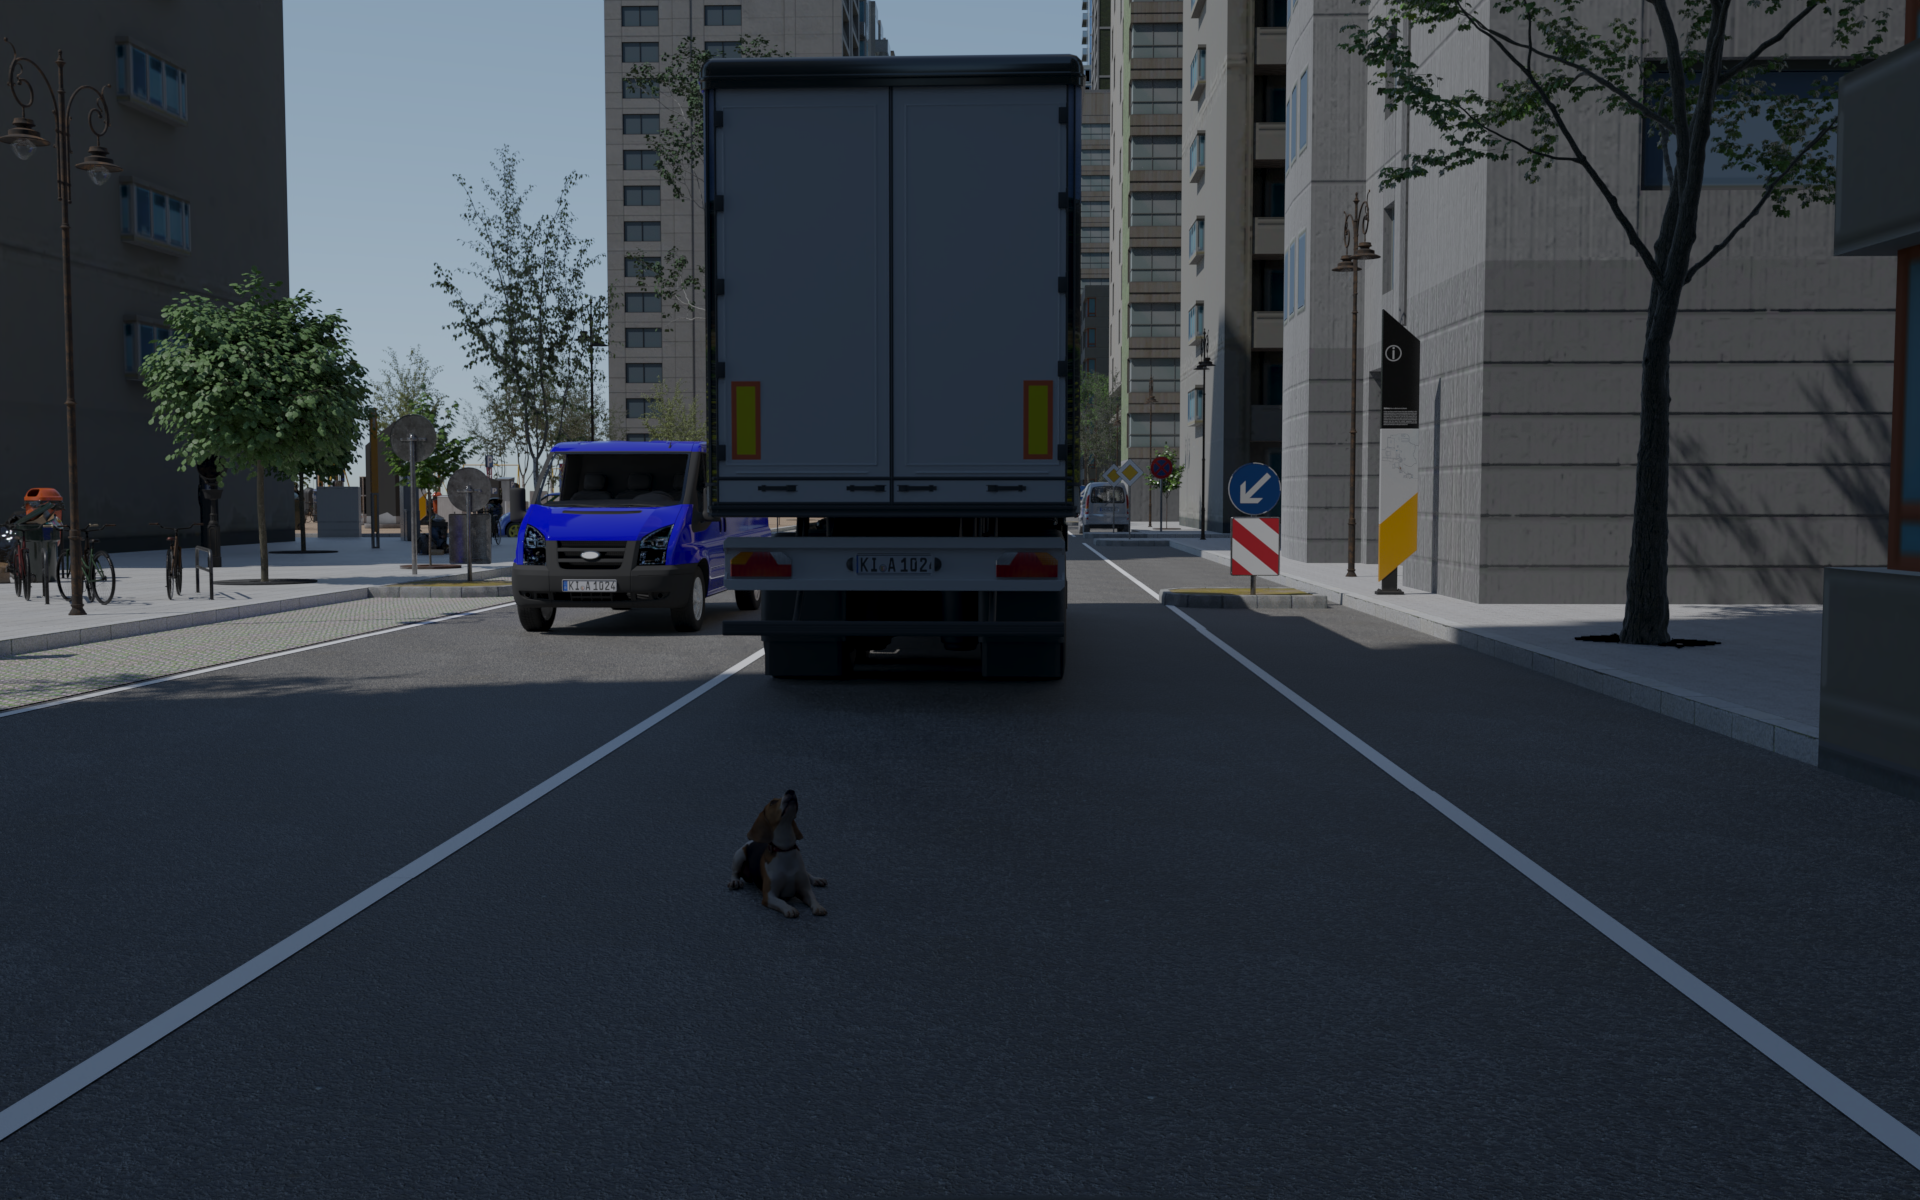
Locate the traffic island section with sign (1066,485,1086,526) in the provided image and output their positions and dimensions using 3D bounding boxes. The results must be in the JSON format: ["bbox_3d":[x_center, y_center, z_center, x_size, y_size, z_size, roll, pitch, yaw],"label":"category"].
[{"bbox_3d":[5.484,-4.346,79.686,1.989,1.847,2.006,0,4,2],"label":"traffic island section with sign"}]

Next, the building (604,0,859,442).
[{"bbox_3d":[-16.632,-43.049,142.108,20.563,71.187,20.611,0,4,2],"label":"building"}]

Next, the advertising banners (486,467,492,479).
[{"bbox_3d":[-28.807,-6.850,108.181,2.074,3.025,0.090,2,4,27],"label":"advertising banners"}]

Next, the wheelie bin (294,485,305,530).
[{"bbox_3d":[-23.749,-3.287,61.653,0.693,1.594,0.980,-3,5,-41],"label":"wheelie bin"}]

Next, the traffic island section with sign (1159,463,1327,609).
[{"bbox_3d":[3.639,-0.857,22.643,1.989,1.847,2.006,0,4,2],"label":"traffic island section with sign"}]

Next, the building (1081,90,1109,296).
[{"bbox_3d":[19.117,-30.268,178.477,14.154,41.232,14.086,0,4,2],"label":"building"}]

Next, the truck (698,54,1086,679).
[{"bbox_3d":[-0.169,-1.700,16.716,2.839,4.237,11.283,0,4,3],"label":"truck"}]

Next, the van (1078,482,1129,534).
[{"bbox_3d":[5.097,-3.324,61.358,2.013,2.044,4.112,0,4,1],"label":"van"}]

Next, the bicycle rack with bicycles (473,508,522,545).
[{"bbox_3d":[-11.319,-1.825,43.220,2.852,0.926,2.925,0,4,5],"label":"bicycle rack with bicycles"}]

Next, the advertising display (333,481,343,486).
[{"bbox_3d":[-30.083,-4.804,83.759,0.123,1.923,0.974,0,4,2],"label":"advertising display"}]

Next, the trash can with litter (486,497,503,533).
[{"bbox_3d":[-15.488,-2.804,57.227,0.624,1.170,1.055,-2,4,-31],"label":"trash can with litter"}]

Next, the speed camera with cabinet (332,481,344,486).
[{"bbox_3d":[-41.835,-7.575,118.192,2.038,3.252,0.660,1,4,11],"label":"speed camera with cabinet"}]

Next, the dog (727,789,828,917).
[{"bbox_3d":[-0.600,0.854,6.237,0.550,0.427,0.748,1,4,22],"label":"dog"}]

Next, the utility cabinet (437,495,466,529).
[{"bbox_3d":[-18.763,-3.228,63.944,1.020,1.237,0.306,1,4,14],"label":"utility cabinet"}]

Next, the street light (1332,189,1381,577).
[{"bbox_3d":[6.070,-3.297,26.690,0.468,5.910,1.993,0,4,2],"label":"street light"}]

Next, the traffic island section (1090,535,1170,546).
[{"bbox_3d":[4.817,-1.634,48.998,2.009,0.180,2.903,0,4,2],"label":"traffic island section"}]

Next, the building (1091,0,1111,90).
[{"bbox_3d":[23.167,-46.270,194.764,20.563,71.187,20.611,0,4,2],"label":"building"}]

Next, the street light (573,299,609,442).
[{"bbox_3d":[-8.631,-4.152,40.671,0.468,5.910,1.993,0,4,2],"label":"street light"}]

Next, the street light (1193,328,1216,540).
[{"bbox_3d":[6.821,-4.628,48.455,0.468,5.910,1.993,0,4,2],"label":"street light"}]

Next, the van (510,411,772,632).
[{"bbox_3d":[-3.524,-0.945,19.830,2.240,2.365,5.245,0,4,4],"label":"van"}]

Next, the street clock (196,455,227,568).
[{"bbox_3d":[-13.033,-1.569,30.230,0.471,2.002,0.358,-1,4,-9],"label":"street clock"}]

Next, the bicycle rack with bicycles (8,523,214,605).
[{"bbox_3d":[-10.295,-0.471,21.087,2.852,0.926,2.925,-2,4,-28],"label":"bicycle rack with bicycles"}]

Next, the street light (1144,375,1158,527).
[{"bbox_3d":[7.397,-5.774,67.199,0.468,5.910,1.993,0,4,2],"label":"street light"}]

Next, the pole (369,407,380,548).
[{"bbox_3d":[-13.813,-2.874,40.839,0.158,3.312,0.155,0,3,0],"label":"pole"}]

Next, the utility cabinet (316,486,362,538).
[{"bbox_3d":[-17.974,-2.537,50.155,1.173,1.500,0.318,0,4,-4],"label":"utility cabinet"}]

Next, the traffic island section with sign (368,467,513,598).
[{"bbox_3d":[-7.119,-0.981,24.674,1.989,1.847,2.006,0,4,2],"label":"traffic island section with sign"}]

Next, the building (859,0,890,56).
[{"bbox_3d":[-17.452,-33.560,168.309,23.786,49.044,30.456,0,4,2],"label":"building"}]

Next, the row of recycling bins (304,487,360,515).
[{"bbox_3d":[-37.954,-5.982,104.917,3.534,1.692,1.069,-2,4,-30],"label":"row of recycling bins"}]

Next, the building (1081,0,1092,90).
[{"bbox_3d":[25.379,-57.447,251.933,22.319,86.520,31.000,0,4,2],"label":"building"}]

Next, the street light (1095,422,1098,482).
[{"bbox_3d":[8.685,-8.411,110.312,0.468,5.910,1.993,0,4,2],"label":"street light"}]

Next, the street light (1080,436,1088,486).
[{"bbox_3d":[9.520,-9.711,131.556,0.468,5.910,1.993,0,4,2],"label":"street light"}]

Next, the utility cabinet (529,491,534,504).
[{"bbox_3d":[-28.943,-6.741,118.901,1.173,1.500,0.318,-1,4,-20],"label":"utility cabinet"}]

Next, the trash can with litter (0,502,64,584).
[{"bbox_3d":[-13.533,-0.830,24.950,1.055,1.170,0.624,-3,4,-37],"label":"trash can with litter"}]

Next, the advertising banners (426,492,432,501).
[{"bbox_3d":[-27.690,-5.713,89.594,0.090,3.025,2.074,0,4,1],"label":"advertising banners"}]

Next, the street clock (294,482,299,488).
[{"bbox_3d":[-39.299,-5.976,102.279,0.358,2.002,0.471,3,4,38],"label":"street clock"}]

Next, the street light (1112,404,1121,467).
[{"bbox_3d":[8.051,-7.088,88.669,0.468,5.910,1.993,0,4,2],"label":"street light"}]

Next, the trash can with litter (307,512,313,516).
[{"bbox_3d":[-37.132,-5.406,99.773,1.055,1.170,0.624,1,4,8],"label":"trash can with litter"}]

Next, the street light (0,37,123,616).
[{"bbox_3d":[-9.356,-2.777,18.186,0.468,5.910,1.993,0,4,2],"label":"street light"}]

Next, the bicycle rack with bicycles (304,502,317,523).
[{"bbox_3d":[-28.939,-3.895,77.063,2.925,0.926,2.852,2,4,34],"label":"bicycle rack with bicycles"}]

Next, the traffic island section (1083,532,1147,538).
[{"bbox_3d":[5.075,-2.122,56.979,2.009,0.180,2.903,0,4,2],"label":"traffic island section"}]

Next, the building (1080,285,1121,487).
[{"bbox_3d":[24.605,-19.107,157.439,27.650,21.520,28.899,0,4,2],"label":"building"}]

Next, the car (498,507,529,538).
[{"bbox_3d":[-12.231,-2.646,52.854,3.694,1.707,1.945,0,4,3],"label":"car"}]
